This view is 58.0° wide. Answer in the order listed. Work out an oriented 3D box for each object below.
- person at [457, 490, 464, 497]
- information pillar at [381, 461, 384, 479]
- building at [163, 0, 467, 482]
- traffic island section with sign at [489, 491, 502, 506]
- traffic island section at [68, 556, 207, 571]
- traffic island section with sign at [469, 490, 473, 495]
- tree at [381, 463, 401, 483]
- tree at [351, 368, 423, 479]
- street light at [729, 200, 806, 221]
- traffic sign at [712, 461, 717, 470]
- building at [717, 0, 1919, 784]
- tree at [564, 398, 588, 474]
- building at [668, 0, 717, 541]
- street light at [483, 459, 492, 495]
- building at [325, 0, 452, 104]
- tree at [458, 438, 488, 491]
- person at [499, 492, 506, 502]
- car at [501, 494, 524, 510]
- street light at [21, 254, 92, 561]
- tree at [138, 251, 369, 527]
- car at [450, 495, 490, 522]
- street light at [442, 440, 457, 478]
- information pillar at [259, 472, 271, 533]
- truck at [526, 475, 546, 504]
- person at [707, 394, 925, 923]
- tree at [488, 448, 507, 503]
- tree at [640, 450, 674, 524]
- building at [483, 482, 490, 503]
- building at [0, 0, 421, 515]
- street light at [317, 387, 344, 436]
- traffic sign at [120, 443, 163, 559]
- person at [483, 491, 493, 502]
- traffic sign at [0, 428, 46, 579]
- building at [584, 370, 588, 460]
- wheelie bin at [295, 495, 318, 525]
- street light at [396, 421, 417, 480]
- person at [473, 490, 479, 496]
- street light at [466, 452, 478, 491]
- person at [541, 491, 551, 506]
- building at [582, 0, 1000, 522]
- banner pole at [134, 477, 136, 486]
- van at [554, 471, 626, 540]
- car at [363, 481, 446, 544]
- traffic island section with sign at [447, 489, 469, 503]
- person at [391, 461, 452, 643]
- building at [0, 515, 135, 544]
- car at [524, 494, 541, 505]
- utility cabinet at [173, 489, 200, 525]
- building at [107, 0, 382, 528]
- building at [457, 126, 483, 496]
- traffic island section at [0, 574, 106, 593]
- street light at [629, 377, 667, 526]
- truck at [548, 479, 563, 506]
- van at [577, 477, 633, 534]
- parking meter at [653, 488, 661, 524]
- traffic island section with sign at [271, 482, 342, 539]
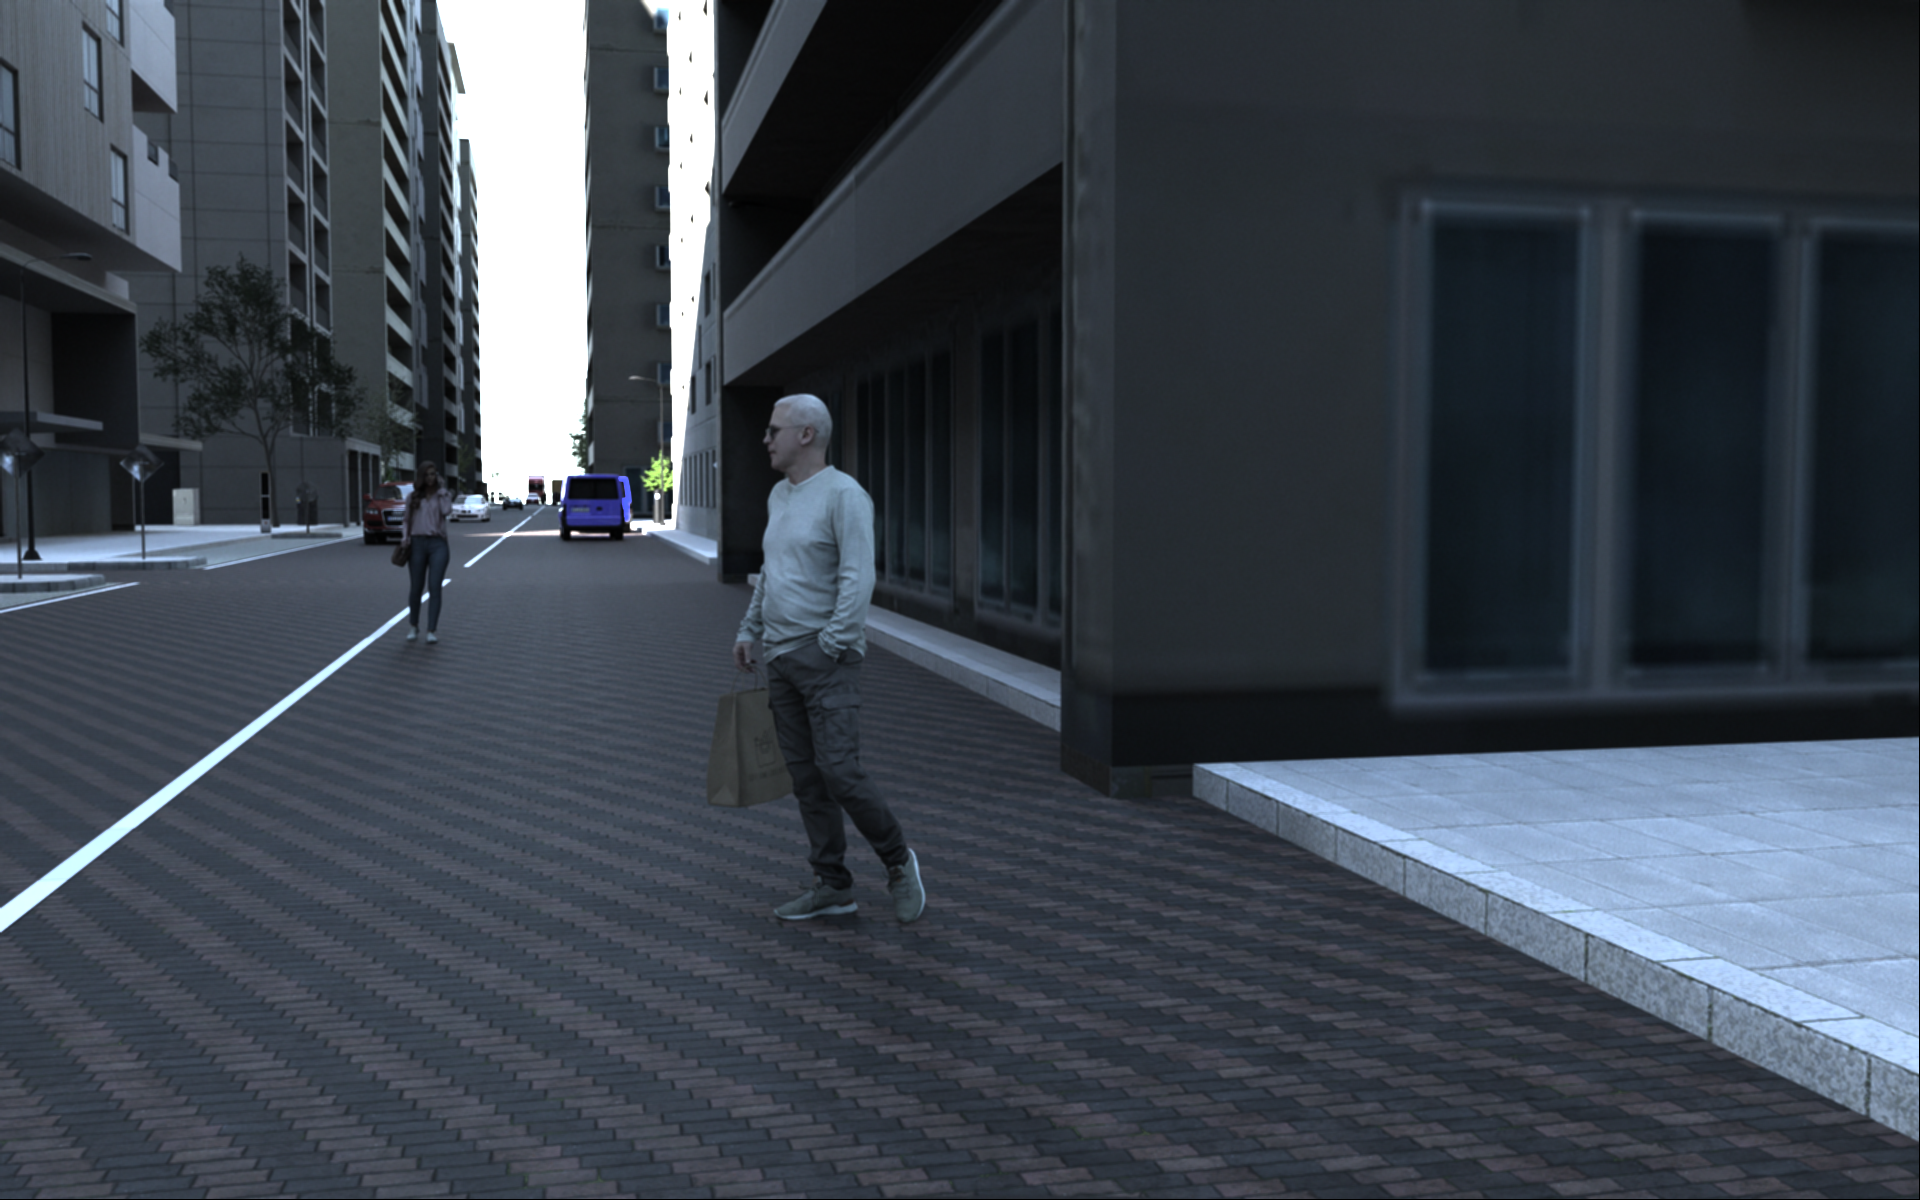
[{"bbox_3d":[-36.312,-7.145,125.996,0.551,1.740,0.621,-2,4,-24],"label":"person"},{"bbox_3d":[-34.951,-6.914,104.400,0.504,3.616,0.183,1,4,18],"label":"information pillar"},{"bbox_3d":[-71.277,-37.193,197.341,28.713,52.752,27.495,-1,4,-13],"label":"building"},{"bbox_3d":[-57.022,-12.414,211.599,1.989,1.847,2.006,-1,4,-13],"label":"traffic island section with sign"},{"bbox_3d":[-16.042,-0.717,33.997,2.009,0.180,2.903,-1,4,-13],"label":"traffic island section"},{"bbox_3d":[-44.608,-9.122,157.773,1.989,1.847,2.006,-1,4,-13],"label":"traffic island section with sign"},{"bbox_3d":[-35.004,-6.816,106.047,1.663,3.219,1.824,0,3,0],"label":"tree"},{"bbox_3d":[-33.550,-9.204,100.847,4.360,8.622,3.978,0,3,0],"label":"tree"},{"bbox_3d":[-2.952,-3.370,27.637,1.470,5.913,1.316,-1,4,-13],"label":"street light"},{"bbox_3d":[-4.815,-2.009,36.494,0.795,2.450,0.064,-1,4,-13],"label":"traffic sign"},{"bbox_3d":[8.737,-24.193,19.254,21.300,48.544,21.600,-1,4,-13],"label":"building"},{"bbox_3d":[-40.177,-16.705,191.255,7.486,12.596,7.792,0,3,0],"label":"tree"},{"bbox_3d":[6.339,-12.812,54.509,28.899,21.520,27.650,-1,4,-13],"label":"building"},{"bbox_3d":[-62.770,-15.747,230.001,1.470,5.913,1.316,-1,4,-13],"label":"street light"},{"bbox_3d":[-58.913,-32.915,161.854,21.300,48.544,21.600,-1,4,-13],"label":"building"},{"bbox_3d":[-53.131,-14.146,181.643,4.737,8.622,4.395,0,3,0],"label":"tree"},{"bbox_3d":[-62.034,-13.826,235.371,1.217,1.723,0.721,0,4,5],"label":"person"},{"bbox_3d":[-40.586,-9.015,157.187,2.009,1.686,4.222,-1,4,-13],"label":"car"},{"bbox_3d":[-17.458,-3.728,33.495,1.470,5.913,1.316,-1,4,-13],"label":"street light"},{"bbox_3d":[-26.665,-8.090,66.688,7.601,10.594,8.767,2,4,33],"label":"tree"},{"bbox_3d":[-25.578,-4.774,90.419,2.083,1.381,4.827,-1,4,-12],"label":"car"},{"bbox_3d":[-44.085,-10.818,149.416,1.470,5.913,1.316,-1,4,-13],"label":"street light"},{"bbox_3d":[-22.855,-3.209,56.959,0.304,2.012,0.304,-2,4,-26],"label":"information pillar"},{"bbox_3d":[-62.060,-16.202,253.819,2.839,4.237,11.283,-1,4,-12],"label":"truck"},{"bbox_3d":[-0.514,0.187,5.937,0.515,1.767,0.782,-3,5,-40],"label":"person"},{"bbox_3d":[-70.572,-19.083,262.368,4.737,8.622,4.395,0,3,0],"label":"tree"},{"bbox_3d":[-13.146,-4.955,75.608,1.663,3.219,1.824,0,3,0],"label":"tree"},{"bbox_3d":[-83.402,-33.739,243.516,32.217,40.220,23.993,-1,4,-13],"label":"building"},{"bbox_3d":[-57.166,-33.501,136.978,28.713,52.752,27.495,-1,4,-13],"label":"building"},{"bbox_3d":[-27.012,-6.235,74.478,1.470,5.913,1.316,-1,4,-13],"label":"street light"},{"bbox_3d":[-16.021,-1.853,33.940,0.795,2.450,0.064,-1,4,-13],"label":"traffic sign"},{"bbox_3d":[-49.118,-10.475,179.897,1.348,1.807,0.705,-3,5,-41],"label":"person"},{"bbox_3d":[-14.226,-1.377,26.159,0.795,2.450,0.064,-1,4,-13],"label":"traffic sign"},{"bbox_3d":[-40.777,-25.036,254.369,27.650,21.520,28.899,-1,4,-13],"label":"building"},{"bbox_3d":[-26.729,-3.858,70.982,0.693,1.594,0.980,1,4,18],"label":"wheelie bin"},{"bbox_3d":[-34.739,-8.327,108.691,1.470,5.913,1.316,-1,4,-13],"label":"street light"},{"bbox_3d":[-44.742,-9.283,160.234,0.705,1.831,1.348,2,4,34],"label":"person"},{"bbox_3d":[-53.407,-13.256,189.280,1.470,5.913,1.316,-1,4,-13],"label":"street light"},{"bbox_3d":[-49.787,-12.214,208.204,1.348,1.822,0.705,1,4,18],"label":"person"},{"bbox_3d":[-10.824,-29.161,100.489,21.300,48.544,21.600,-1,4,-13],"label":"building"},{"bbox_3d":[-32.838,-4.811,68.669,0.401,3.779,0.863,0,4,-2],"label":"banner pole"},{"bbox_3d":[-11.852,-3.129,55.538,2.240,2.365,5.245,-1,4,-14],"label":"van"},{"bbox_3d":[-16.399,-2.606,51.279,2.281,1.827,5.304,-1,4,-13],"label":"car"},{"bbox_3d":[-38.440,-7.486,131.022,1.989,1.847,2.006,-1,4,-13],"label":"traffic island section with sign"},{"bbox_3d":[-5.225,-0.477,16.881,0.593,1.750,0.643,-1,4,-10],"label":"person"},{"bbox_3d":[-36.586,-27.765,43.195,28.713,52.752,27.495,-1,4,-13],"label":"building"},{"bbox_3d":[-55.103,-13.102,223.259,2.155,1.783,4.494,-1,4,-12],"label":"car"},{"bbox_3d":[-31.276,-3.750,69.984,1.173,1.500,0.318,2,4,26],"label":"utility cabinet"},{"bbox_3d":[-38.282,-39.199,79.155,20.563,71.187,20.611,-1,4,-13],"label":"building"},{"bbox_3d":[-73.067,-36.605,222.200,21.300,48.544,21.600,-1,4,-13],"label":"building"},{"bbox_3d":[-14.247,-0.241,26.216,2.009,0.180,2.903,-1,4,-13],"label":"traffic island section"},{"bbox_3d":[-12.381,-5.887,68.795,1.470,5.913,1.316,-1,4,-13],"label":"street light"},{"bbox_3d":[-50.303,-13.628,218.747,3.469,3.379,9.791,-1,4,-13],"label":"truck"},{"bbox_3d":[-13.288,-3.670,64.382,2.240,2.365,5.245,-1,4,-14],"label":"van"},{"bbox_3d":[-12.941,-4.013,74.024,0.372,1.533,0.369,0,3,0],"label":"parking meter"},{"bbox_3d":[-21.199,-2.915,56.292,1.989,1.847,2.006,-1,4,-13],"label":"traffic island section with sign"}]
